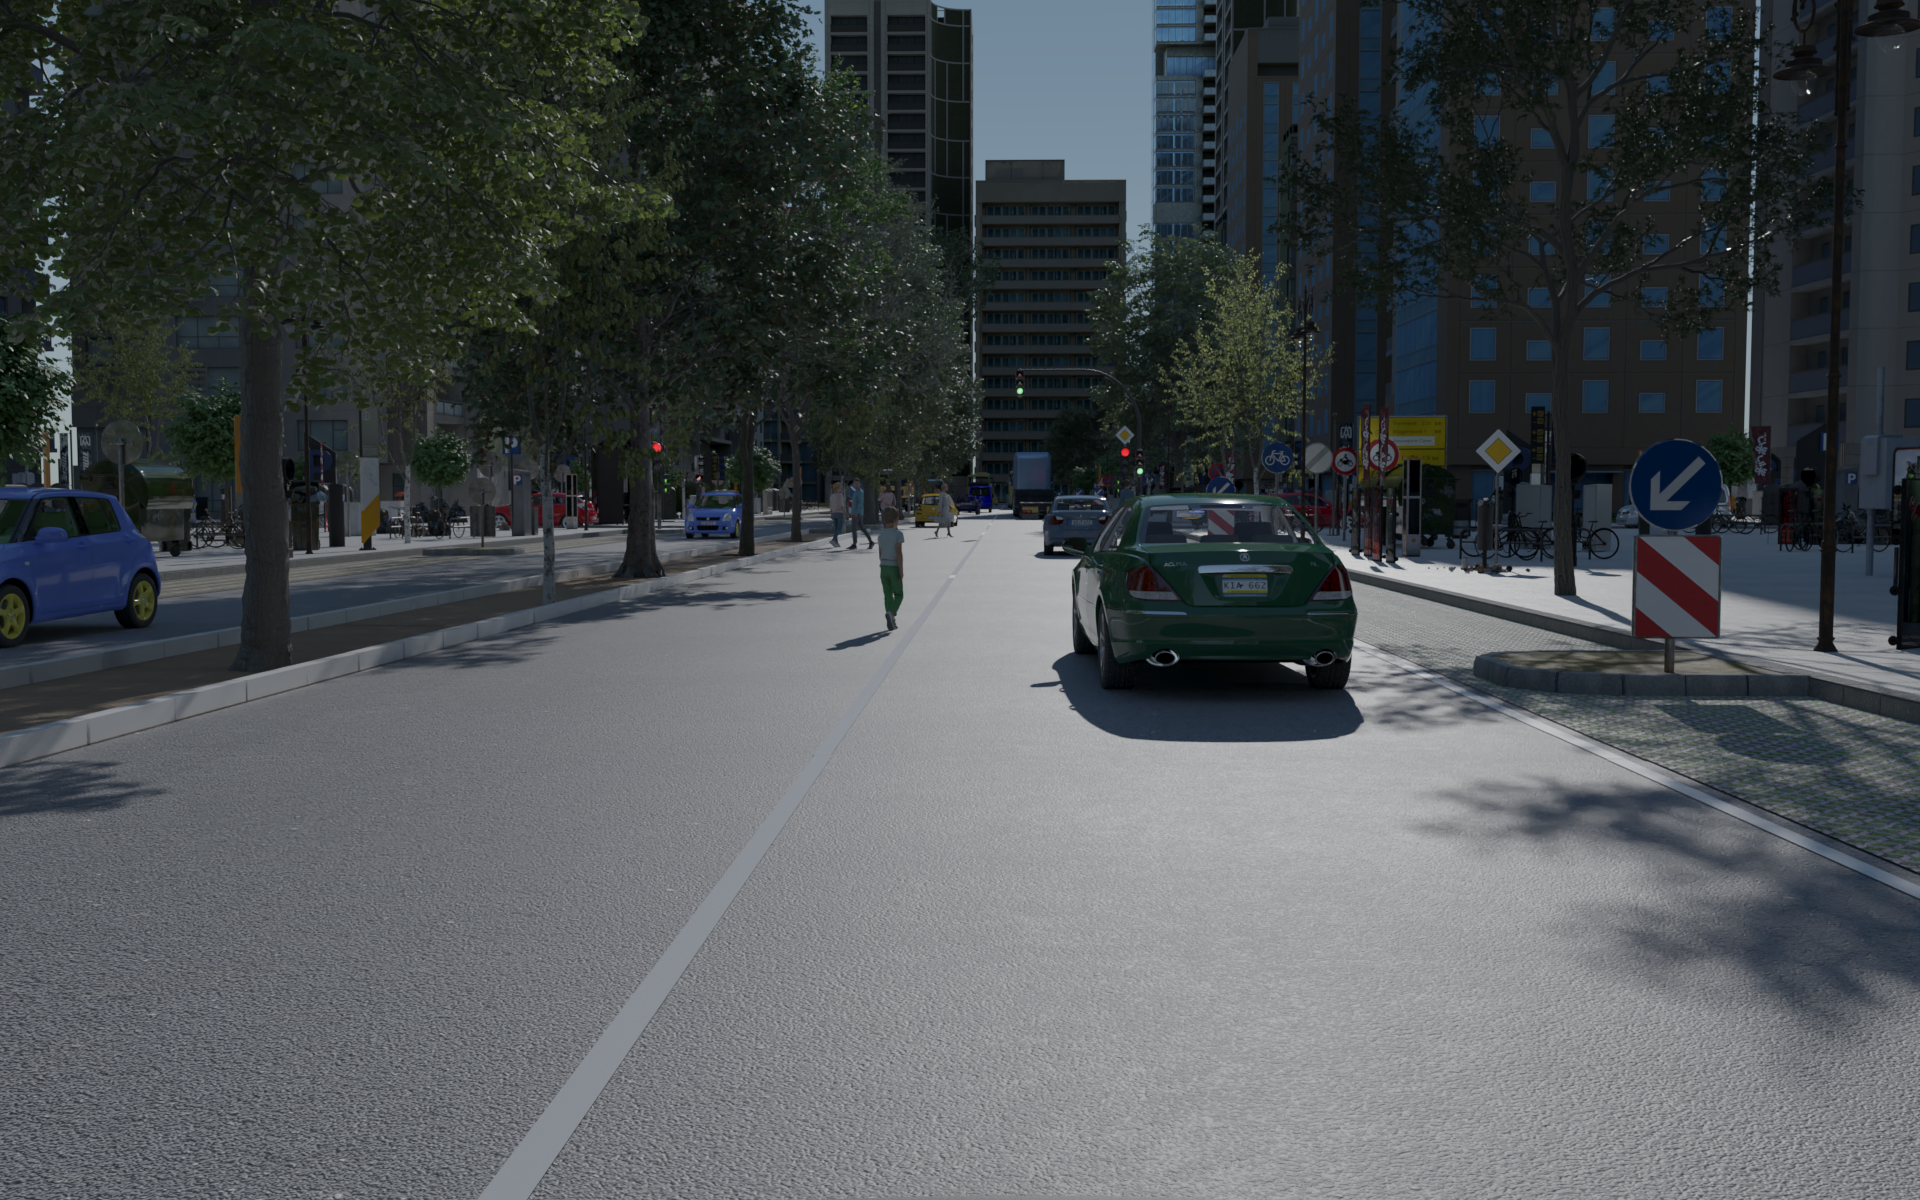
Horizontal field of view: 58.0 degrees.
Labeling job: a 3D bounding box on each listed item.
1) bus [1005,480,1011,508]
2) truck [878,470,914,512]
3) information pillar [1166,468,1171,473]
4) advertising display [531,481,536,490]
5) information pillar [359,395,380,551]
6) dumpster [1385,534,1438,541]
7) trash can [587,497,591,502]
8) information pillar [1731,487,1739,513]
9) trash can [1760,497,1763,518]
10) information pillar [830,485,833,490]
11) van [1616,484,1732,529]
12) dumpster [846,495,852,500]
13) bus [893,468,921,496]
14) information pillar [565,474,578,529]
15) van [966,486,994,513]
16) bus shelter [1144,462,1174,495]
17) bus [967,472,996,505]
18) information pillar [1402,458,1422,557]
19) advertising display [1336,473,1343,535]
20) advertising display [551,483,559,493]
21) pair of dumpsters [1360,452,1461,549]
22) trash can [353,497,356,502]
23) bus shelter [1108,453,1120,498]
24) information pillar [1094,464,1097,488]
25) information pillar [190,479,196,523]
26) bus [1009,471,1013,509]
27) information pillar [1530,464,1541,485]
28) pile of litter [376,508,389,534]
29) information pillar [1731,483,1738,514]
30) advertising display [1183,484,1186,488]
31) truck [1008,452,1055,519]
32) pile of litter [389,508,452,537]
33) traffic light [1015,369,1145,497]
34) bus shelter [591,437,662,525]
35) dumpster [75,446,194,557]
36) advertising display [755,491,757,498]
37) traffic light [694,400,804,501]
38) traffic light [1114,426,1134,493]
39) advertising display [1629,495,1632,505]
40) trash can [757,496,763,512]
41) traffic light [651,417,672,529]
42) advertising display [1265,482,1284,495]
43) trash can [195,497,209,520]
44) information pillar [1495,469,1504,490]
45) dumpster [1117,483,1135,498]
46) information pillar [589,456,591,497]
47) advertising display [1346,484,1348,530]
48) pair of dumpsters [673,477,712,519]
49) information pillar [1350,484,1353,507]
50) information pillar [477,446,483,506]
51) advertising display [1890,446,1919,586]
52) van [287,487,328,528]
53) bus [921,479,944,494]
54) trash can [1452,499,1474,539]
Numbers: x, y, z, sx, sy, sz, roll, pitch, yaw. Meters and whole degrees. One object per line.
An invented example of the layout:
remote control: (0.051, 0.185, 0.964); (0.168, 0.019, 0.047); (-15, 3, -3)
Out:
bus: (6.240, -11.395, 181.165); (2.948, 3.499, 13.247); (0, 4, 0)
truck: (-5.132, -8.812, 140.003); (3.469, 3.379, 9.791); (0, 4, 1)
information pillar: (15.201, -8.305, 127.144); (0.504, 3.616, 0.183); (-1, 4, -14)
advertising display: (-22.141, -5.089, 88.411); (0.974, 1.923, 0.123); (0, 4, 2)
information pillar: (-13.479, -2.944, 39.494); (0.183, 3.616, 0.504); (2, 4, 30)
dumpster: (12.566, -2.813, 48.481); (1.502, 2.255, 1.985); (0, 4, 2)
trash can: (-20.332, -4.953, 92.636); (0.748, 1.137, 0.748); (0, 3, 0)
information pillar: (50.545, -6.633, 112.942); (0.304, 2.012, 0.304); (-1, 4, -11)
trash can: (35.040, -3.874, 74.994); (0.748, 1.137, 0.748); (0, 3, 0)
information pillar: (-10.548, -8.449, 142.627); (0.304, 2.012, 0.304); (-2, 4, -28)
van: (27.690, -3.685, 67.254); (4.112, 2.044, 2.013); (0, 4, 2)
dumpster: (-8.764, -7.800, 135.751); (1.865, 1.857, 1.264); (0, 4, 3)
bus: (-5.193, -10.148, 157.468); (2.896, 3.916, 12.252); (0, 4, 3)
information pillar: (-14.164, -3.589, 63.170); (0.304, 2.012, 0.304); (2, 4, 23)
van: (1.560, -8.018, 135.482); (2.240, 2.365, 5.245); (0, 4, 1)
bus shelter: (12.936, -7.202, 111.678); (2.014, 3.302, 5.546); (0, 4, 2)
bus: (2.379, -12.518, 196.220); (2.896, 3.916, 12.252); (0, 4, 3)
information pillar: (9.250, -1.894, 35.455); (0.304, 2.012, 0.304); (0, 4, -4)
advertising display: (11.853, -3.000, 54.261); (0.123, 1.923, 0.974); (1, 4, 11)
advertising display: (-22.780, -5.622, 97.126); (0.123, 1.923, 0.974); (1, 4, 17)
pair of dumpsters: (10.976, -2.438, 42.356); (1.574, 2.255, 4.437); (0, 4, 2)
trash can: (-28.069, -4.141, 79.366); (0.748, 1.137, 0.748); (0, 3, 0)
bus shelter: (12.764, -9.957, 140.430); (2.179, 5.291, 8.768); (0, 4, 2)
information pillar: (10.761, -8.905, 136.953); (0.183, 3.616, 0.504); (2, 4, 29)
information pillar: (-33.811, -4.381, 76.122); (0.304, 2.012, 0.304); (0, 4, -7)
bus: (6.062, -10.652, 165.705); (2.896, 3.916, 12.252); (0, 4, 3)
information pillar: (23.288, -4.819, 70.145); (0.504, 3.616, 0.183); (-2, 4, -26)
pile of litter: (-18.650, -2.582, 56.186); (1.719, 0.858, 1.176); (2, 4, 25)
information pillar: (49.650, -7.322, 111.076); (0.504, 3.616, 0.183); (0, 4, -4)
advertising display: (18.025, -8.249, 140.076); (0.123, 1.923, 0.974); (3, 5, 42)
truck: (4.628, -7.084, 105.587); (2.967, 4.110, 18.799); (0, 4, 0)
pile of litter: (-16.245, -2.375, 52.790); (1.176, 0.858, 1.719); (3, 5, 45)
traffic light: (4.391, -5.396, 62.890); (4.771, 5.953, 1.251); (0, 4, 2)
bus shelter: (-14.322, -5.099, 74.646); (1.731, 3.624, 6.357); (0, 4, 2)
dumpster: (-16.493, -1.965, 34.616); (1.502, 2.255, 1.985); (0, 4, 2)
advertising display: (-17.115, -8.681, 147.152); (0.123, 1.923, 0.974); (-3, 4, -36)
traffic light: (-8.684, -5.918, 71.433); (4.771, 5.953, 1.251); (0, 4, 2)
traffic light: (6.726, -5.017, 70.950); (0.839, 4.253, 0.868); (0, 4, 2)
advertising display: (27.912, -4.019, 70.929); (0.974, 1.923, 0.123); (0, 4, 6)
trash can: (-13.969, -6.761, 122.202); (0.748, 1.137, 0.748); (0, 3, 0)
traffic light: (-11.019, -4.560, 63.479); (0.839, 4.253, 0.868); (0, 4, 2)
advertising display: (16.447, -5.230, 90.732); (0.974, 1.923, 0.123); (1, 4, 12)
trash can: (-37.253, -4.487, 85.023); (0.748, 1.137, 0.748); (0, 3, 0)
information pillar: (24.853, -5.403, 79.694); (0.183, 3.616, 0.504); (-3, 5, -42)
dumpster: (12.023, -7.427, 123.926); (1.502, 2.255, 1.985); (0, 4, 2)
information pillar: (-22.513, -6.979, 105.460); (0.183, 3.616, 0.504); (0, 4, -4)
advertising display: (13.780, -3.477, 62.066); (0.123, 1.923, 0.974); (0, 4, 4)
pair of dumpsters: (-14.332, -5.504, 92.489); (1.574, 2.255, 4.437); (0, 4, 2)
information pillar: (20.395, -6.011, 89.640); (0.504, 3.616, 0.183); (-1, 4, -17)
information pillar: (-15.555, -3.961, 56.120); (0.183, 3.616, 0.504); (0, 4, -5)
advertising display: (12.982, -1.121, 23.541); (0.123, 1.923, 0.974); (0, 4, -1)
van: (-25.962, -3.734, 68.069); (4.112, 2.044, 2.013); (0, 4, 3)
bus: (-3.205, -12.995, 207.333); (2.948, 3.499, 13.247); (0, 4, 0)
trash can: (14.399, -2.337, 49.859); (0.748, 1.137, 0.748); (0, 3, 0)
